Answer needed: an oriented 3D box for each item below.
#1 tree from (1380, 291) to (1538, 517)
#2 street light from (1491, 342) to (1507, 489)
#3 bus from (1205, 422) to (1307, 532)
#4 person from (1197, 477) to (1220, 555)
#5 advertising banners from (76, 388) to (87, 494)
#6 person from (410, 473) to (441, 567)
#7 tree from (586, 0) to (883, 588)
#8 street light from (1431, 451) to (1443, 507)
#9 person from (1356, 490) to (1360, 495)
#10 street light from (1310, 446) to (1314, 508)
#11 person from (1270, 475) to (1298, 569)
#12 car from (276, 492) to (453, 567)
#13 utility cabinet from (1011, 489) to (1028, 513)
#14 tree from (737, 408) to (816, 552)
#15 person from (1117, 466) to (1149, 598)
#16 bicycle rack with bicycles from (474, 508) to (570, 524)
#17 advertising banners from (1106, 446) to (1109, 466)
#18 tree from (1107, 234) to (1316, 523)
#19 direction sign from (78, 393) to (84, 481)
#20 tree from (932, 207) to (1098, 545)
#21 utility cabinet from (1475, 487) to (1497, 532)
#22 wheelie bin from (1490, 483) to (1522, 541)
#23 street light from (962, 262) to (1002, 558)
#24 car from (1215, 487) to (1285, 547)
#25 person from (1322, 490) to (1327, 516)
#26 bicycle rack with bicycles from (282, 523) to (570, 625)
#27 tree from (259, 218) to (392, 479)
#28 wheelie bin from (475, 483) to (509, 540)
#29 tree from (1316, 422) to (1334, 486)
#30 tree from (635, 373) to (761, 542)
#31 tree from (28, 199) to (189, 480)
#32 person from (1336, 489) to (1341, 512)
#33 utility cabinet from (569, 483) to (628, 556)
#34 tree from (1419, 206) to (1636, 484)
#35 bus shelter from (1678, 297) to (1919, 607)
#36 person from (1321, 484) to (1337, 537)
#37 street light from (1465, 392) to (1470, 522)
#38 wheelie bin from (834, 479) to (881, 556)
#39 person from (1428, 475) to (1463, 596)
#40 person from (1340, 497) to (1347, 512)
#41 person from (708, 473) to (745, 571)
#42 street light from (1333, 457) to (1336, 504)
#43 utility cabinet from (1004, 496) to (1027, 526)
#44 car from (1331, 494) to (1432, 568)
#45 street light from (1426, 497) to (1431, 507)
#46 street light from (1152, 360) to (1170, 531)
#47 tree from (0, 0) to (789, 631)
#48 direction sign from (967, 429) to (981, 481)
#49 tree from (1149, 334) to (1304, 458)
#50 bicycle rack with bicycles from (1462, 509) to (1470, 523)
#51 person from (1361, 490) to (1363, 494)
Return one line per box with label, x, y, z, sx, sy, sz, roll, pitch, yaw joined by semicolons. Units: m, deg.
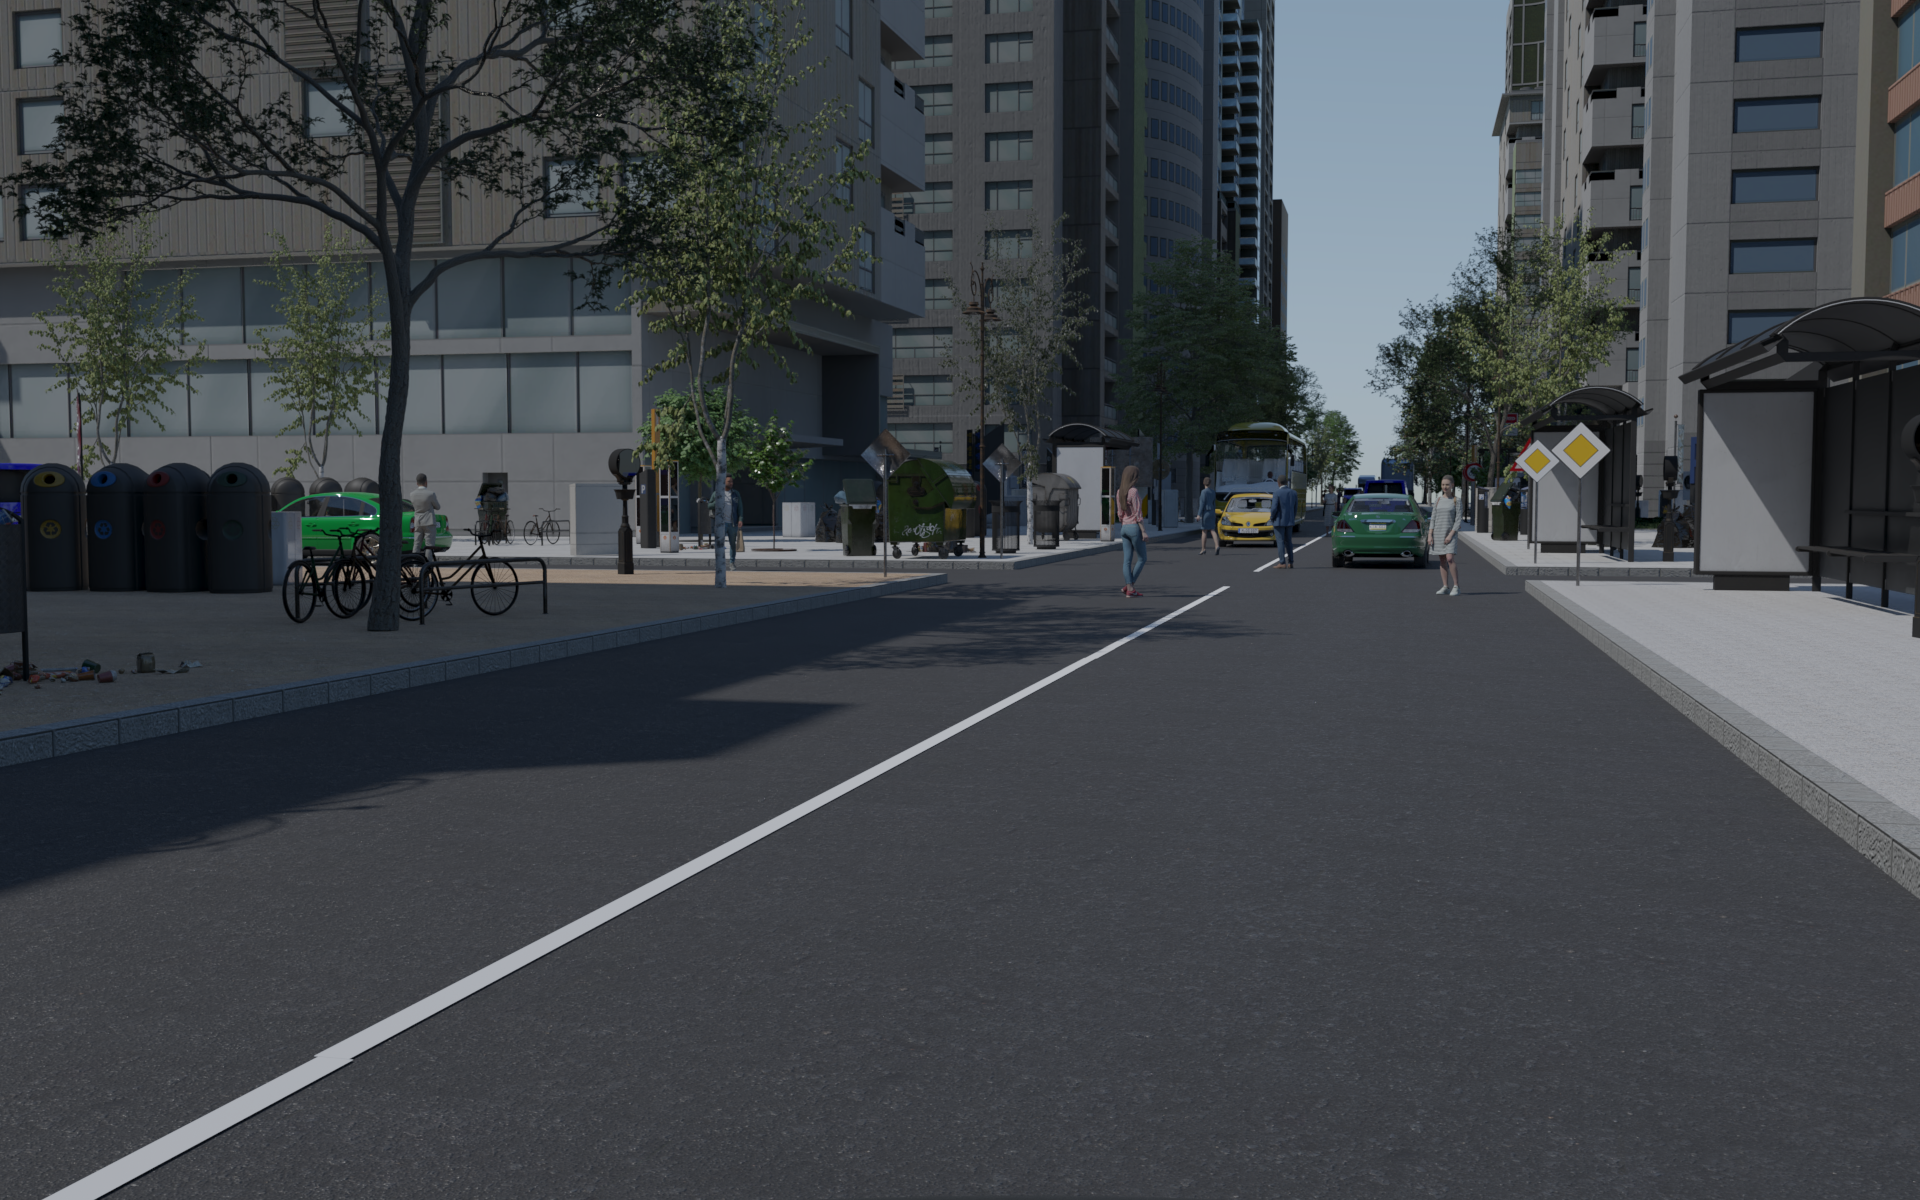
tree;28.251;-10.960;96.212;9.611;12.733;9.660;0;3;0
street light;16.382;-4.884;52.649;0.468;5.910;1.993;1;4;14
bus;10.985;-4.356;62.773;2.896;3.916;12.252;1;4;14
person;5.828;-1.962;40.606;0.581;1.822;0.654;-2;4;-23
advertising banners;-14.996;-2.042;29.568;0.090;3.025;2.074;-2;4;-25
person;-9.497;-1.353;30.803;0.511;1.800;0.466;0;4;0
tree;-3.213;-4.487;23.731;4.737;8.622;4.395;0;3;0
street light;41.820;-10.959;151.968;0.468;5.910;1.993;1;4;14
person;27.348;-6.680;118.656;0.436;1.711;0.756;-2;4;-33
street light;32.750;-11.513;161.020;0.468;5.910;1.993;1;4;14
person;6.242;-1.506;33.312;0.721;1.800;0.419;-2;4;-34
car;-12.670;-1.602;34.990;4.718;1.807;1.959;1;4;12
utility cabinet;2.990;-4.467;81.722;1.173;1.500;0.318;-2;4;-35
tree;-4.048;-2.708;38.871;1.663;3.219;1.824;0;3;0
person;2.407;-0.947;23.991;0.388;1.821;0.555;-3;5;-39
bicycle rack with bicycles;-11.236;-1.862;43.822;2.852;0.926;2.925;1;4;11
advertising banners;4.612;-3.908;60.079;0.090;3.025;2.074;3;4;37
tree;10.521;-9.659;76.059;7.486;12.596;7.792;0;3;0
direction sign;-19.810;-2.879;39.062;0.379;3.537;0.876;-2;4;-26
tree;1.555;-5.709;43.700;4.360;8.622;3.978;0;3;0
utility cabinet;17.665;-3.014;57.956;0.318;1.500;1.173;-1;4;-12
wheelie bin;15.025;-2.431;47.649;0.693;1.594;0.980;-1;4;-10
street light;0.447;-3.784;34.655;0.468;5.910;1.993;1;4;14
car;8.116;-2.308;47.956;2.015;1.641;3.980;1;4;13
person;23.496;-6.226;111.116;0.721;1.723;1.217;3;4;36
bicycle rack with bicycles;-5.828;-0.289;18.101;2.852;0.926;2.925;2;4;30
tree;-17.135;-5.883;46.552;4.737;8.622;4.395;0;3;0
wheelie bin;-12.985;-2.465;48.215;0.693;1.594;0.980;3;5;43
tree;17.302;-11.323;103.257;7.486;12.596;7.792;0;3;0
tree;-7.053;-3.862;46.864;4.285;4.588;4.351;0;3;0
tree;-20.676;-5.627;42.357;4.737;8.622;4.395;0;3;0
person;23.639;-6.107;108.792;0.568;1.767;0.683;1;4;15
utility cabinet;-7.503;-1.670;35.988;1.173;1.500;0.318;-3;4;-37
tree;15.165;-5.757;44.497;4.737;8.622;4.395;0;3;0
bus shelter;9.957;-1.624;20.478;2.014;3.302;5.546;1;4;14
person;12.336;-2.985;57.875;0.480;1.755;0.524;2;4;26
street light;22.880;-6.445;78.158;0.468;5.910;1.993;1;4;14
wheelie bin;-2.144;-1.714;35.940;0.980;1.594;0.693;-1;4;-19
person;6.942;-0.928;24.680;0.512;1.701;0.522;3;5;41
person;15.940;-3.620;71.937;0.306;1.304;0.590;0;4;-2
person;-4.255;-1.437;31.981;0.794;1.824;0.713;0;4;1
street light;46.639;-14.832;215.292;0.468;5.910;1.993;1;4;14
utility cabinet;2.170;-3.553;69.256;1.020;1.237;0.306;-1;4;-13
car;8.574;-1.428;35.144;2.131;1.459;4.920;1;4;16
street light;48.403;-12.539;177.795;0.468;5.910;1.993;1;4;14
street light;6.969;-5.341;60.111;0.468;5.910;1.993;1;4;14
tree;-5.073;-4.987;15.955;7.601;10.594;8.767;0;4;-4
direction sign;0.481;-4.198;60.633;0.379;3.537;0.876;-2;4;-32
tree;14.527;-9.707;93.115;8.767;10.594;7.601;-1;4;-21
bicycle rack with bicycles;23.433;-3.807;75.630;2.925;0.926;2.852;1;4;11
person;35.569;-8.826;153.361;0.990;1.755;0.434;-1;4;-15
